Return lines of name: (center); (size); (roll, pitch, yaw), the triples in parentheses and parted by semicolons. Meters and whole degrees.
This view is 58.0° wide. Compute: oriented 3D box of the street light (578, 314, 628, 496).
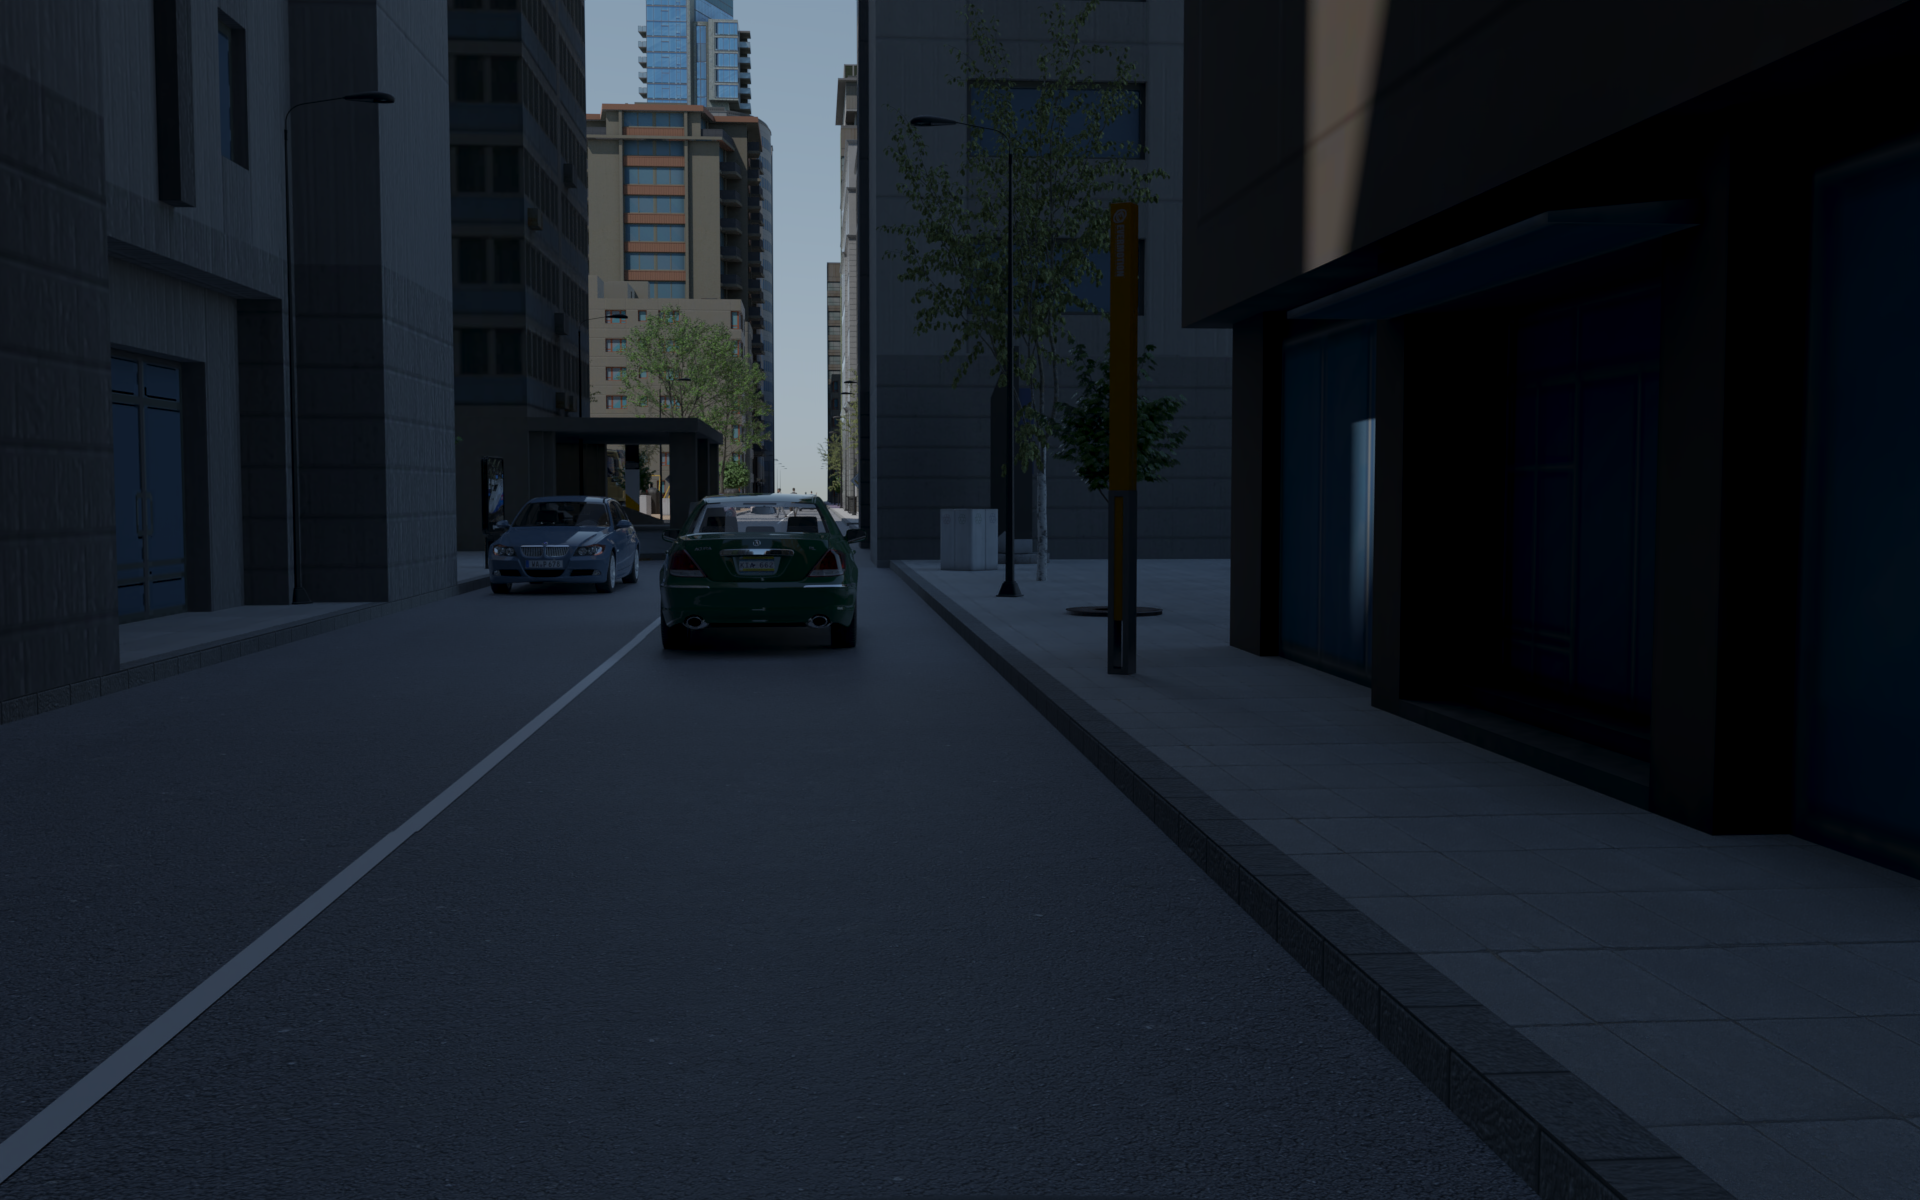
street light: (-9.256, -4.417, 44.766); (1.470, 5.913, 1.316); (0, 4, -5)

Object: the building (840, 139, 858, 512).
building: (-3.819, -22.121, 139.177); (11.434, 29.767, 29.804); (0, 4, -5)

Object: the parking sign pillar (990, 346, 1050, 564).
parking sign pillar: (0.952, -2.677, 32.241); (1.447, 3.967, 1.447); (-1, 4, -16)

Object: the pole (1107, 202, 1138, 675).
pole: (1.155, -1.126, 12.261); (0.158, 3.312, 0.155); (0, 3, 0)

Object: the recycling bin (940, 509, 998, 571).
recycling bin: (0.154, -1.020, 29.232); (0.722, 1.027, 0.722); (3, 5, 41)

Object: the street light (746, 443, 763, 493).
street light: (-18.548, -11.134, 154.582); (1.470, 5.913, 1.316); (0, 4, -5)

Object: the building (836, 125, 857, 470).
building: (-6.467, -31.322, 195.709); (14.154, 41.232, 14.086); (0, 4, -5)

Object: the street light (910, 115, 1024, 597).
street light: (0.085, -2.992, 21.463); (1.470, 5.913, 1.316); (0, 4, -5)

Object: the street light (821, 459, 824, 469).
street light: (-15.406, -14.251, 205.549); (1.470, 5.913, 1.316); (0, 4, -5)

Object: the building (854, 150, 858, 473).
building: (0.549, -19.519, 112.650); (14.314, 27.812, 24.014); (0, 4, -5)

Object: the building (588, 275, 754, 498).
building: (-34.401, -19.706, 167.235); (27.650, 21.520, 28.899); (0, 4, -5)

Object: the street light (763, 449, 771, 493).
street light: (-20.676, -12.665, 179.607); (1.470, 5.913, 1.316); (0, 4, -5)

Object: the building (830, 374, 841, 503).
building: (-5.871, -25.672, 264.780); (27.650, 21.520, 28.899); (0, 4, -5)

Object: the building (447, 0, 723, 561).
building: (-22.433, -21.424, 42.165); (32.217, 40.220, 23.993); (0, 4, -5)

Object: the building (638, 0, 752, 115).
building: (-42.730, -59.962, 293.054); (22.319, 86.520, 31.000); (0, 4, -5)

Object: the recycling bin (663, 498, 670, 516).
recycling bin: (-17.478, -5.591, 103.967); (0.722, 1.027, 0.722); (0, 4, 3)

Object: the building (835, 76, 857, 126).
building: (-0.949, -38.374, 216.646); (28.713, 52.752, 27.495); (0, 4, -5)

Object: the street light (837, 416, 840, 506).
street light: (-4.728, -6.509, 78.962); (1.470, 5.913, 1.316); (0, 4, -5)

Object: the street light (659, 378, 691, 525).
street light: (-11.449, -5.925, 69.417); (1.470, 5.913, 1.316); (0, 4, -5)

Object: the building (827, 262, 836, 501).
building: (-16.449, -38.074, 306.103); (14.154, 41.232, 14.086); (0, 4, -5)

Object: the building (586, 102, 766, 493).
building: (-33.457, -33.132, 196.328); (22.147, 44.769, 28.867); (0, 4, -5)

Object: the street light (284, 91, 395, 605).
street light: (-7.221, -2.909, 20.102); (1.470, 5.913, 1.316); (0, 4, -5)

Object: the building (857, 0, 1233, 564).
building: (7.668, -30.865, 46.642); (21.231, 58.520, 28.212); (0, 4, -5)

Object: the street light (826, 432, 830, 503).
street light: (-9.062, -9.585, 129.254); (1.470, 5.913, 1.316); (0, 4, -5)

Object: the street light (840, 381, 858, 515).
street light: (-4.057, -6.026, 71.071); (1.470, 5.913, 1.316); (0, 4, -5)

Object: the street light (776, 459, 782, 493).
street light: (-25.549, -16.204, 237.475); (1.470, 5.913, 1.316); (0, 4, -5)

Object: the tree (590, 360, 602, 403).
tree: (-18.810, -7.953, 80.396); (4.360, 8.622, 3.978); (0, 3, 0)

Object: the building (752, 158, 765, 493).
building: (-32.352, -34.745, 218.192); (14.600, 45.320, 14.200); (0, 4, -5)

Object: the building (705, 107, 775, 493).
building: (-39.207, -44.135, 263.599); (21.231, 58.520, 28.212); (0, 4, -5)

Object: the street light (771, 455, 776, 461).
street light: (-22.724, -14.173, 204.269); (1.470, 5.913, 1.316); (0, 4, -5)

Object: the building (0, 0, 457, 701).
building: (-16.399, -28.499, 7.954); (21.231, 58.520, 28.212); (0, 4, -5)

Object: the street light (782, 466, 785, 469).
street light: (-27.633, -17.712, 262.135); (1.470, 5.913, 1.316); (0, 4, -5)

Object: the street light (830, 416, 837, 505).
street light: (-6.878, -8.017, 103.616); (1.470, 5.913, 1.316); (0, 4, -5)

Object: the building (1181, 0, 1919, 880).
building: (9.373, -21.838, 7.169); (14.600, 45.320, 14.200); (0, 4, -5)
